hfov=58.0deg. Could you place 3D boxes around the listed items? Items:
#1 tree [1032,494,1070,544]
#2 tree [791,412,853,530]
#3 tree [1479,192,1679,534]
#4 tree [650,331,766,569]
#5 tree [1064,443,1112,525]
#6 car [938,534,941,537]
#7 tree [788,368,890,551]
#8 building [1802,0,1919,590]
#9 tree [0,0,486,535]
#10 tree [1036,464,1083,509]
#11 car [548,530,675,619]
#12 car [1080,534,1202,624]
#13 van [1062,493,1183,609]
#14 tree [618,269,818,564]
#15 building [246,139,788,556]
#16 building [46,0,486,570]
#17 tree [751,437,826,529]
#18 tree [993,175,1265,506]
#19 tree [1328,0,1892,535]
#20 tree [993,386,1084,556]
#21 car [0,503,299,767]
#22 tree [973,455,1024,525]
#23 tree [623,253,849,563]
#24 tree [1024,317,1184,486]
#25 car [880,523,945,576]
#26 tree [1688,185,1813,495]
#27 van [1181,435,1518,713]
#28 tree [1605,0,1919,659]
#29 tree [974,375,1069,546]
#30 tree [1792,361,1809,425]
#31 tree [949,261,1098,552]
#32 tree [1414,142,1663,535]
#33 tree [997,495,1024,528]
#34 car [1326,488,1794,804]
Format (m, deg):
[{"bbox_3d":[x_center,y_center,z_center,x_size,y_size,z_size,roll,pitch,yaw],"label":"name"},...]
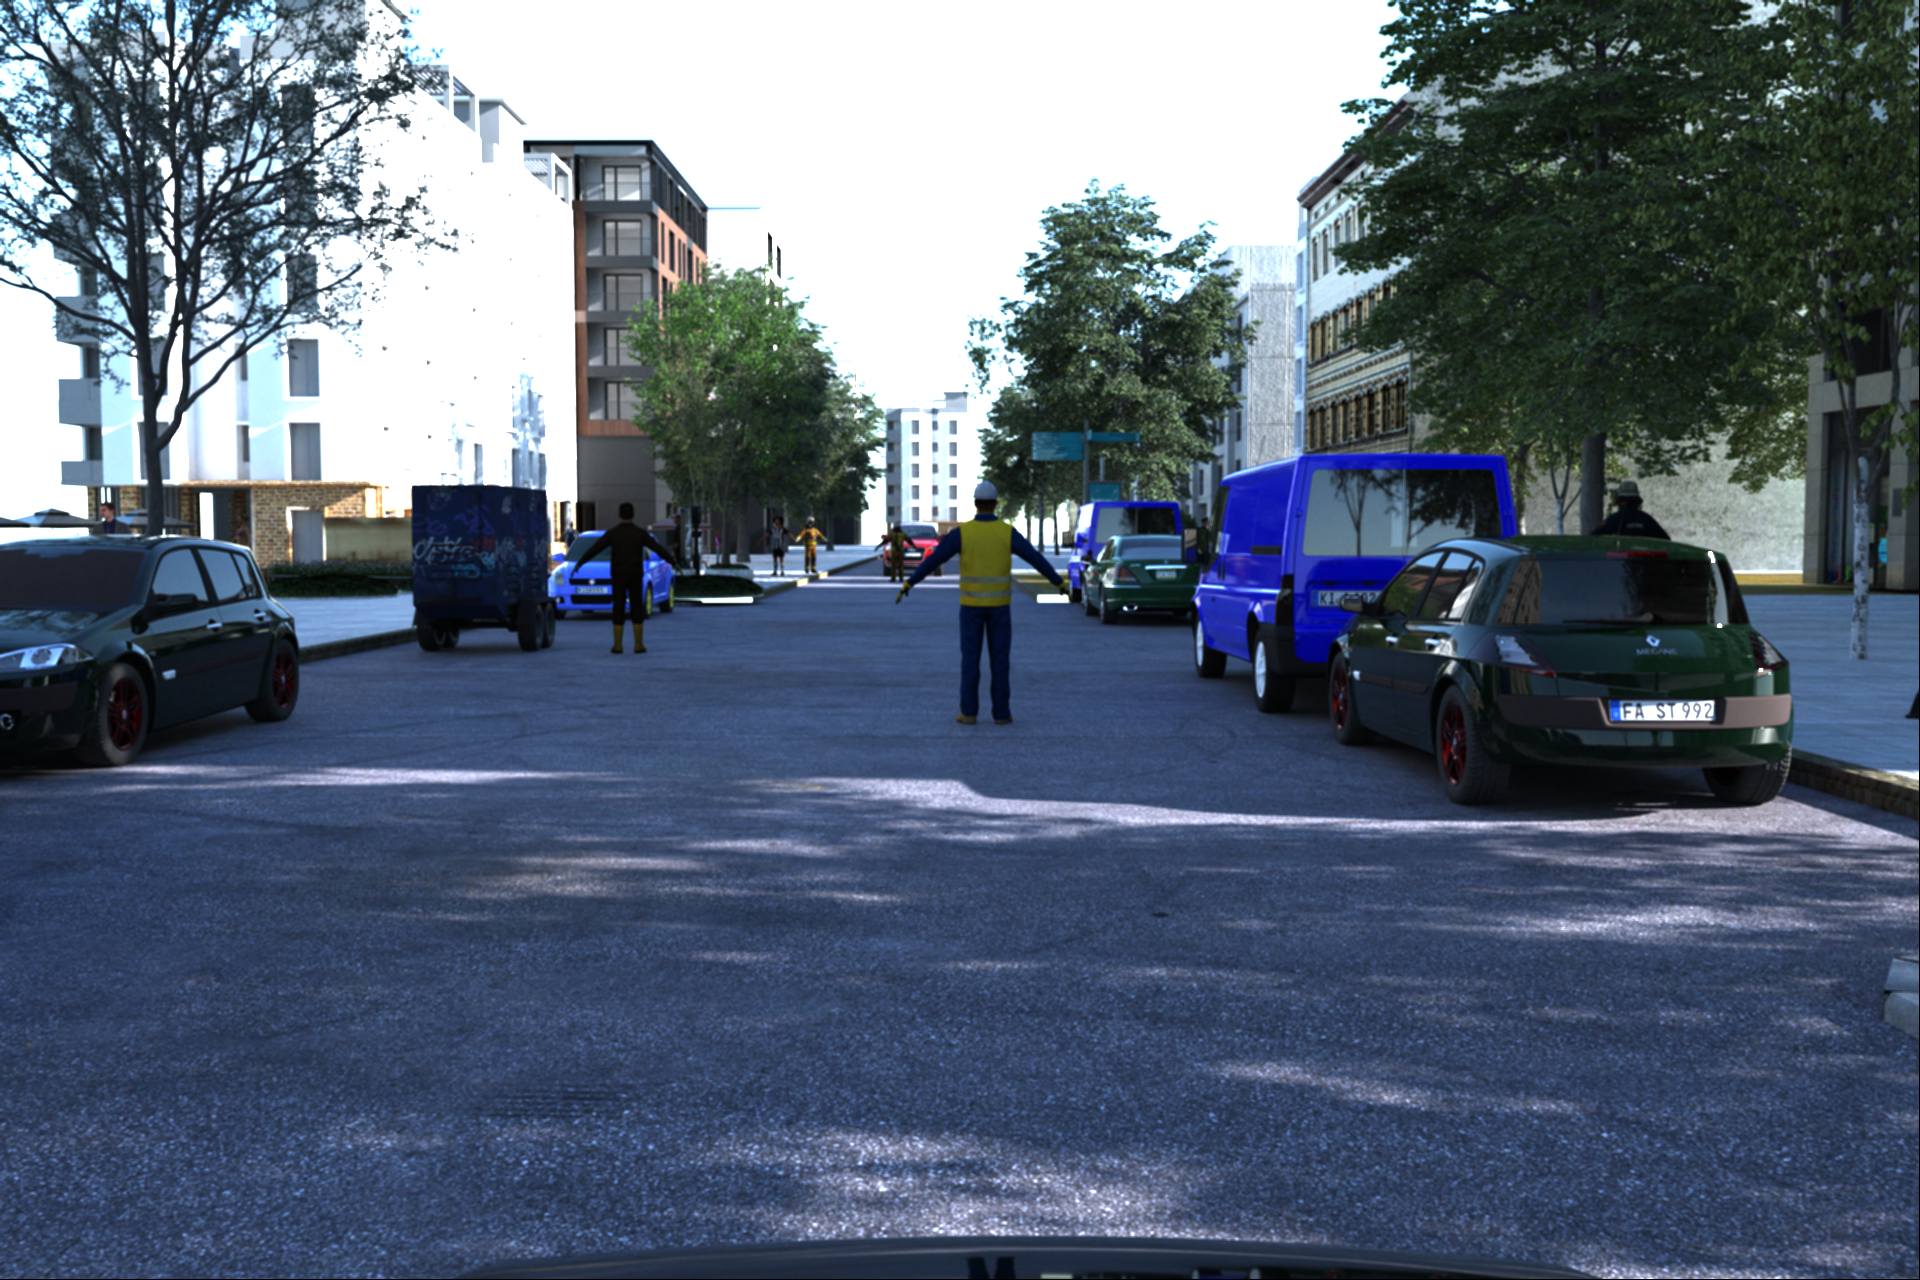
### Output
[{"bbox_3d":[12.894,-18.286,233.390,7.601,10.594,8.767,0,4,5],"label":"tree"},{"bbox_3d":[-9.232,-9.354,103.293,4.360,8.622,3.978,0,3,0],"label":"tree"},{"bbox_3d":[13.078,-5.317,37.288,4.737,8.622,4.395,0,3,0],"label":"tree"},{"bbox_3d":[-9.563,-6.900,63.174,4.360,8.622,3.978,0,3,0],"label":"tree"},{"bbox_3d":[5.915,-8.176,84.045,4.360,8.622,3.978,0,3,0],"label":"tree"},{"bbox_3d":[-1.809,-7.669,137.183,2.131,1.459,4.920,0,4,-1],"label":"car"},{"bbox_3d":[-10.057,-13.785,132.041,9.857,13.997,8.962,0,3,0],"label":"tree"},{"bbox_3d":[29.749,-13.478,23.562,19.350,26.588,34.151,0,4,0],"label":"building"},{"bbox_3d":[-12.275,-7.093,26.343,12.009,13.543,11.850,0,3,0],"label":"tree"},{"bbox_3d":[6.285,-8.577,90.600,4.737,8.622,4.395,0,3,0],"label":"tree"},{"bbox_3d":[-6.077,-1.268,30.318,1.945,1.707,3.694,0,4,0],"label":"car"},{"bbox_3d":[3.128,-1.052,28.992,2.131,1.459,4.920,0,4,-1],"label":"car"},{"bbox_3d":[3.256,-1.849,34.607,2.240,2.365,5.245,0,4,-1],"label":"van"},{"bbox_3d":[-9.513,-8.777,69.265,9.928,11.665,9.643,0,3,0],"label":"tree"},{"bbox_3d":[-26.265,-16.053,106.443,27.936,21.610,32.646,0,4,1],"label":"building"},{"bbox_3d":[-25.057,-12.474,60.373,16.016,20.090,11.380,0,3,0],"label":"building"},{"bbox_3d":[-9.067,-8.314,86.304,4.737,8.622,4.395,0,3,0],"label":"tree"},{"bbox_3d":[5.883,-9.473,61.545,9.857,13.997,8.962,0,3,0],"label":"tree"},{"bbox_3d":[9.181,-6.540,25.063,7.486,12.596,7.792,0,3,0],"label":"tree"},{"bbox_3d":[5.449,-10.294,102.718,7.601,10.594,8.767,-1,4,-14],"label":"tree"},{"bbox_3d":[-6.008,-0.129,11.891,2.009,1.686,4.222,0,4,0],"label":"car"},{"bbox_3d":[5.386,-19.300,233.687,7.486,12.596,7.792,0,3,0],"label":"tree"},{"bbox_3d":[-9.903,-10.469,77.823,9.857,13.997,8.962,0,3,0],"label":"tree"},{"bbox_3d":[6.228,-8.504,73.454,8.767,10.594,7.601,2,4,31],"label":"tree"},{"bbox_3d":[-1.619,-3.167,60.456,2.281,1.827,5.304,0,4,-1],"label":"car"},{"bbox_3d":[26.789,-8.339,54.471,7.486,12.596,7.792,0,3,0],"label":"tree"},{"bbox_3d":[3.320,-0.682,15.542,2.240,2.365,5.245,0,4,-2],"label":"van"},{"bbox_3d":[9.022,-4.104,17.462,4.737,8.622,4.395,0,3,0],"label":"tree"},{"bbox_3d":[5.548,-14.113,137.397,9.857,13.997,8.962,0,3,0],"label":"tree"},{"bbox_3d":[25.189,-5.883,46.549,4.360,8.622,3.978,0,3,0],"label":"tree"},{"bbox_3d":[5.460,-16.091,118.973,12.611,20.169,13.585,0,3,0],"label":"tree"},{"bbox_3d":[16.415,-8.034,49.480,7.486,12.596,7.792,0,3,0],"label":"tree"},{"bbox_3d":[6.914,-16.937,227.275,4.737,8.622,4.395,0,3,0],"label":"tree"},{"bbox_3d":[3.441,-0.048,10.576,2.009,1.686,4.222,0,4,-1],"label":"car"}]
